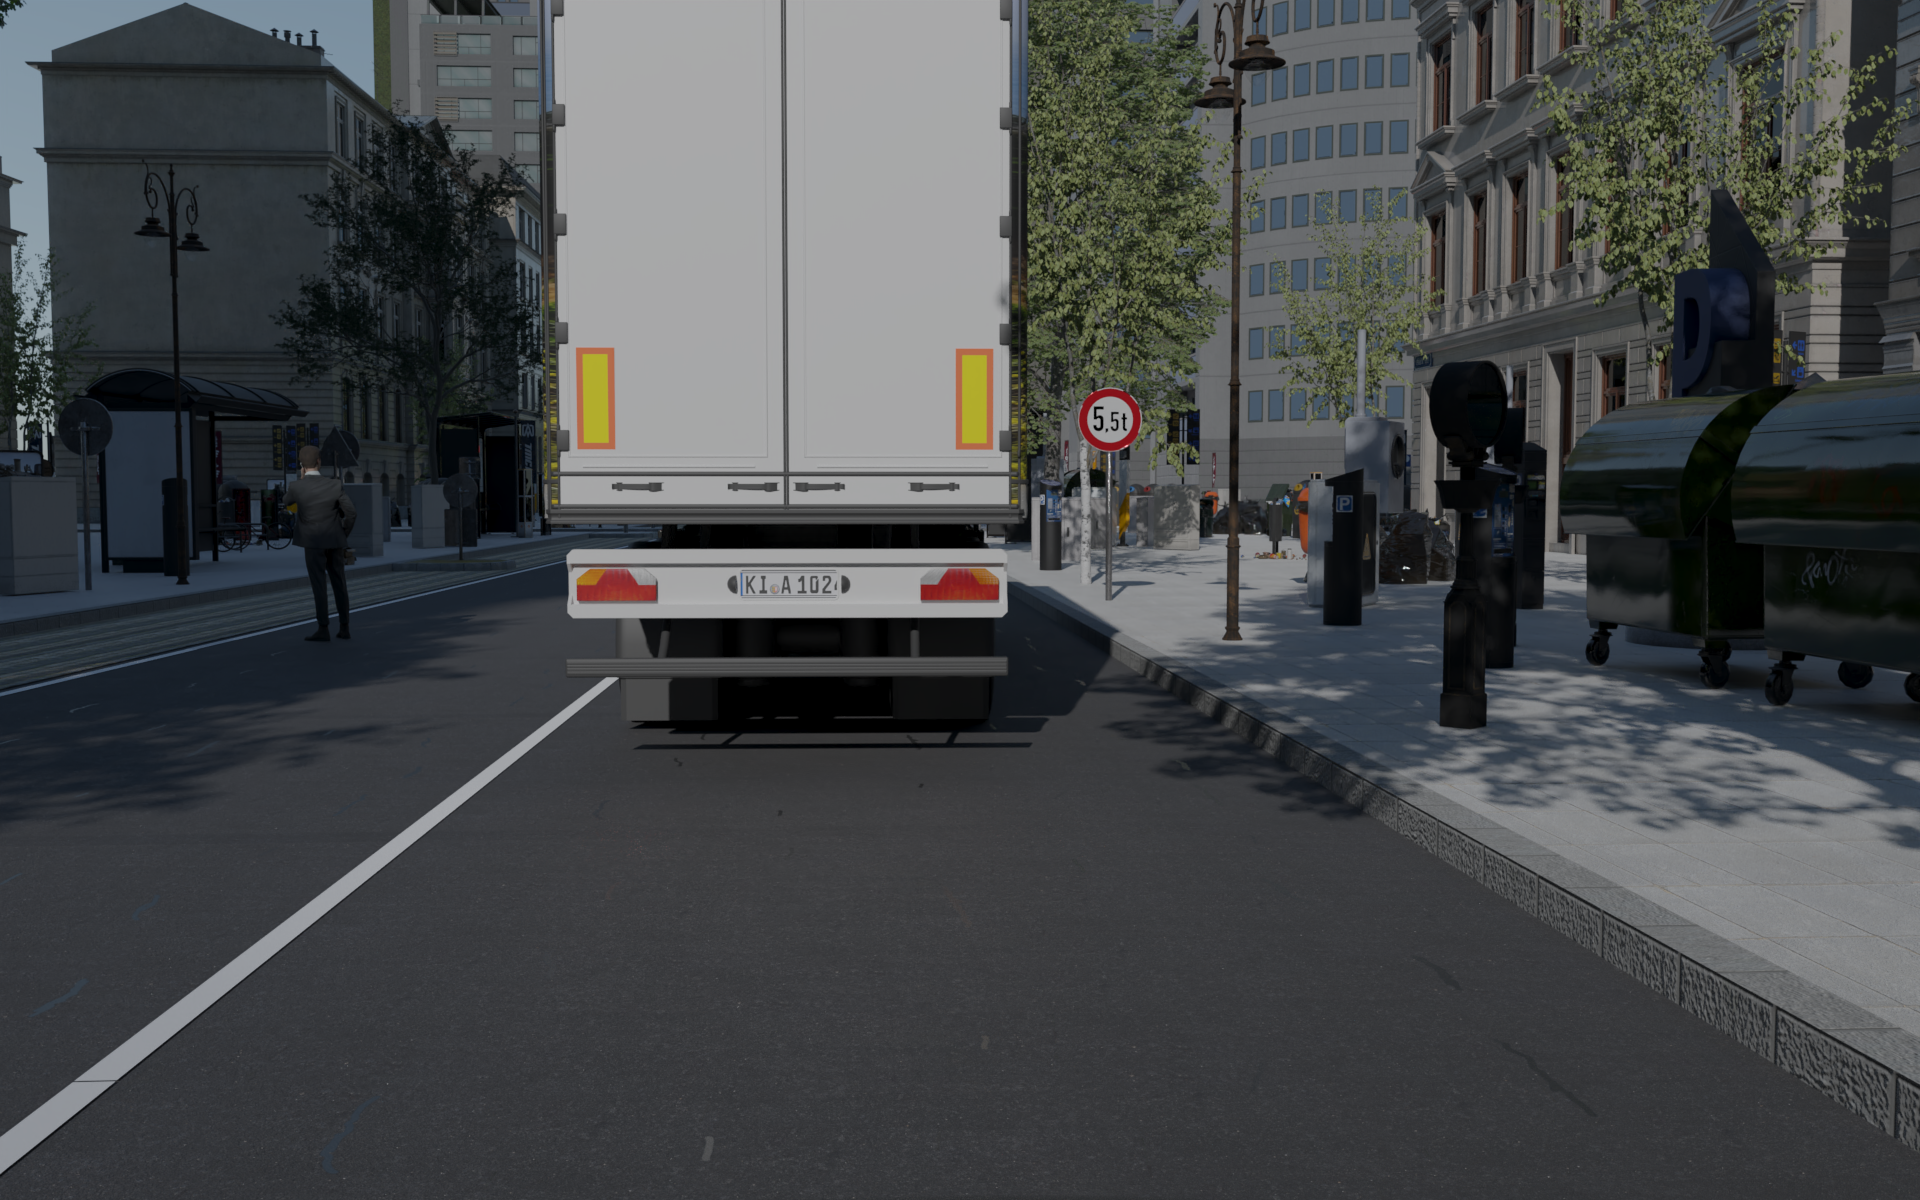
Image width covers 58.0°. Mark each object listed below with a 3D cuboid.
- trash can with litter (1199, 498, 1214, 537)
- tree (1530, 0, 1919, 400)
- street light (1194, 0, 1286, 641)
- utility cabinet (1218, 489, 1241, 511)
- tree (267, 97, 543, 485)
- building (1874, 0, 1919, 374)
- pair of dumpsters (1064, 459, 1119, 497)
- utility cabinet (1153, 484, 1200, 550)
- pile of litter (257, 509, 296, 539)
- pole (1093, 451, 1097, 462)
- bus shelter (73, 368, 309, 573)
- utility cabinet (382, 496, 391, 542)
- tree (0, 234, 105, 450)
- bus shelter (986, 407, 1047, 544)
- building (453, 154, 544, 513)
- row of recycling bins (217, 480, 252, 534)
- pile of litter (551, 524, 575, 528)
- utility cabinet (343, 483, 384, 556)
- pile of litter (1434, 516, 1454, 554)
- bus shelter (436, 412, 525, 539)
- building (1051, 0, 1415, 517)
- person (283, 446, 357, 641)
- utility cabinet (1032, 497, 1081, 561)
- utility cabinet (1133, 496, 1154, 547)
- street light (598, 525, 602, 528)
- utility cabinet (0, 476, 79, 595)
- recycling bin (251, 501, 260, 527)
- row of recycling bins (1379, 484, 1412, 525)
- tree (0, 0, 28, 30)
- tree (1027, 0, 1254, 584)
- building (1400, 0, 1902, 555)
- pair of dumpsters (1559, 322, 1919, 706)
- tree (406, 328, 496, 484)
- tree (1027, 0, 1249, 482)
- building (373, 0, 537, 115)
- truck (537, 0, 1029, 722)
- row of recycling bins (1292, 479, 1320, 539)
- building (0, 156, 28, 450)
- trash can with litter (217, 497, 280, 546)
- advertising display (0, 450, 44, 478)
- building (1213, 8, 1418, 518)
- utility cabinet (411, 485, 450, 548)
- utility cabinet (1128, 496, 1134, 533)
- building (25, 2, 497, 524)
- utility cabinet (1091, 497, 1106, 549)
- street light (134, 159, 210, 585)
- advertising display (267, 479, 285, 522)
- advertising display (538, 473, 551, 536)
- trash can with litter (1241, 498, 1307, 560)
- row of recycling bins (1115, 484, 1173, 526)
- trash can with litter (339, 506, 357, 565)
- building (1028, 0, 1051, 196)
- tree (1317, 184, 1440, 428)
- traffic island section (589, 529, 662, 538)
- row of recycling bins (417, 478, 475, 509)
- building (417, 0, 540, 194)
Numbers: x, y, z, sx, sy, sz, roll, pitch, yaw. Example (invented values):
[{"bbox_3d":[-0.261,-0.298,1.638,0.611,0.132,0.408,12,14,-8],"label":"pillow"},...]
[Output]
[{"bbox_3d":[7.199,-2.441,51.297,0.624,1.170,1.055,0,4,5],"label":"trash can with litter"},{"bbox_3d":[8.573,-4.295,20.579,4.737,8.622,4.395,0,3,0],"label":"tree"},{"bbox_3d":[2.394,-2.585,15.046,0.468,5.910,1.993,0,4,-4],"label":"street light"},{"bbox_3d":[11.617,-4.035,74.655,1.173,1.500,0.318,-3,5,-42],"label":"utility cabinet"},{"bbox_3d":[-13.072,-6.576,41.931,8.767,10.594,7.601,3,5,40],"label":"tree"},{"bbox_3d":[18.936,-10.252,16.779,9.793,20.994,18.267,0,4,-4],"label":"building"},{"bbox_3d":[3.447,-2.839,48.916,1.574,2.255,4.437,0,4,-3],"label":"pair of dumpsters"},{"bbox_3d":[4.947,-1.896,39.673,0.318,1.500,1.173,-3,4,-39],"label":"utility cabinet"},{"bbox_3d":[-19.370,-2.205,50.024,1.719,0.858,1.176,1,4,13],"label":"pile of litter"},{"bbox_3d":[6.371,-5.390,81.963,0.158,3.312,0.155,0,3,0],"label":"pole"},{"bbox_3d":[-13.356,-2.243,30.592,2.014,3.302,5.546,0,4,-4],"label":"bus shelter"},{"bbox_3d":[-15.847,-2.164,46.535,1.020,1.237,0.306,-1,4,-10],"label":"utility cabinet"},{"bbox_3d":[-27.005,-6.091,49.950,4.737,8.622,4.395,0,3,0],"label":"tree"},{"bbox_3d":[1.464,-3.445,47.607,1.731,3.624,6.357,0,4,-4],"label":"bus shelter"},{"bbox_3d":[-36.343,-17.786,124.086,16.112,22.955,30.059,0,4,-4],"label":"building"},{"bbox_3d":[-22.417,-2.792,52.770,1.069,1.692,3.534,-2,4,-33],"label":"row of recycling bins"},{"bbox_3d":[-15.179,-3.161,65.643,1.176,0.858,1.719,-1,4,-12],"label":"pile of litter"},{"bbox_3d":[-12.365,-1.637,35.451,1.173,1.500,0.318,2,4,27],"label":"utility cabinet"},{"bbox_3d":[9.483,-1.199,33.566,1.176,0.858,1.719,0,4,2],"label":"pile of litter"},{"bbox_3d":[-14.420,-3.744,52.489,1.731,3.624,6.357,0,4,-3],"label":"bus shelter"},{"bbox_3d":[16.986,-35.508,122.560,21.231,58.520,28.212,0,4,-4],"label":"building"},{"bbox_3d":[-6.280,-0.557,16.976,0.648,1.900,0.474,-3,5,-43],"label":"person"},{"bbox_3d":[1.897,-1.365,33.477,1.020,1.237,0.306,0,4,3],"label":"utility cabinet"},{"bbox_3d":[4.586,-1.937,42.831,0.306,1.237,1.020,1,4,16],"label":"utility cabinet"},{"bbox_3d":[-13.676,-5.678,65.615,0.468,5.910,1.993,0,4,-4],"label":"street light"},{"bbox_3d":[-11.894,-0.832,22.274,0.318,1.500,1.173,1,4,11],"label":"utility cabinet"},{"bbox_3d":[-27.859,-3.370,67.653,0.722,1.027,0.722,1,4,19],"label":"recycling bin"},{"bbox_3d":[18.260,-3.807,69.361,3.534,1.692,1.069,0,4,-6],"label":"row of recycling bins"},{"bbox_3d":[-10.859,-5.338,13.030,9.928,11.665,9.643,0,3,0],"label":"tree"},{"bbox_3d":[1.893,-4.518,24.233,4.737,8.622,4.395,0,3,0],"label":"tree"},{"bbox_3d":[17.986,-12.305,37.348,11.583,22.565,21.152,0,4,-4],"label":"building"},{"bbox_3d":[5.434,-0.515,10.913,1.574,2.255,4.437,0,4,-4],"label":"pair of dumpsters"},{"bbox_3d":[-22.879,-7.767,77.355,4.737,8.622,4.395,0,3,0],"label":"tree"},{"bbox_3d":[2.275,-7.176,35.459,7.486,12.596,7.792,0,3,0],"label":"tree"},{"bbox_3d":[-41.973,-38.162,165.956,21.231,58.520,28.212,0,4,-4],"label":"building"},{"bbox_3d":[-1.069,-1.548,14.218,2.839,4.237,11.283,0,4,-2],"label":"truck"},{"bbox_3d":[10.029,-2.543,48.690,1.069,1.692,3.534,0,4,3],"label":"row of recycling bins"},{"bbox_3d":[-57.975,-14.513,79.089,24.055,21.916,13.314,0,4,-4],"label":"building"},{"bbox_3d":[-18.134,-1.976,43.359,2.233,1.210,1.678,1,4,18],"label":"trash can with litter"},{"bbox_3d":[-13.827,-1.221,25.180,0.123,1.923,0.974,3,5,40],"label":"advertising display"},{"bbox_3d":[25.274,-33.383,87.818,28.212,58.520,21.231,0,4,-4],"label":"building"},{"bbox_3d":[-12.605,-1.990,41.218,0.318,1.500,1.173,1,4,15],"label":"utility cabinet"},{"bbox_3d":[5.994,-2.797,56.894,1.020,1.237,0.306,3,5,44],"label":"utility cabinet"},{"bbox_3d":[-33.430,-16.655,91.391,14.460,24.649,34.723,0,4,-4],"label":"building"},{"bbox_3d":[2.978,-1.796,40.526,1.020,1.237,0.306,-3,5,-43],"label":"utility cabinet"},{"bbox_3d":[-11.024,-3.156,24.382,0.468,5.910,1.993,0,4,-4],"label":"street light"},{"bbox_3d":[-29.017,-4.194,73.786,0.974,1.923,0.123,0,4,0],"label":"advertising display"},{"bbox_3d":[-12.834,-2.962,53.635,0.123,1.923,0.974,0,4,5],"label":"advertising display"},{"bbox_3d":[6.494,-1.450,34.767,1.678,1.210,2.233,1,4,18],"label":"trash can with litter"},{"bbox_3d":[7.310,-3.788,69.050,3.534,1.692,1.069,3,5,41],"label":"row of recycling bins"},{"bbox_3d":[-11.253,-1.200,31.014,0.624,1.170,1.055,0,4,2],"label":"trash can with litter"},{"bbox_3d":[14.555,-33.152,165.737,21.300,48.544,21.600,0,4,-4],"label":"building"},{"bbox_3d":[9.290,-5.518,40.586,4.737,8.622,4.395,0,3,0],"label":"tree"},{"bbox_3d":[-11.115,-2.155,57.514,2.009,0.180,2.903,0,4,-4],"label":"traffic island section"},{"bbox_3d":[-13.326,-2.296,44.646,1.069,1.692,3.534,-2,4,-29],"label":"row of recycling bins"},{"bbox_3d":[-36.535,-28.262,145.679,14.154,41.232,14.086,0,4,-4],"label":"building"}]
